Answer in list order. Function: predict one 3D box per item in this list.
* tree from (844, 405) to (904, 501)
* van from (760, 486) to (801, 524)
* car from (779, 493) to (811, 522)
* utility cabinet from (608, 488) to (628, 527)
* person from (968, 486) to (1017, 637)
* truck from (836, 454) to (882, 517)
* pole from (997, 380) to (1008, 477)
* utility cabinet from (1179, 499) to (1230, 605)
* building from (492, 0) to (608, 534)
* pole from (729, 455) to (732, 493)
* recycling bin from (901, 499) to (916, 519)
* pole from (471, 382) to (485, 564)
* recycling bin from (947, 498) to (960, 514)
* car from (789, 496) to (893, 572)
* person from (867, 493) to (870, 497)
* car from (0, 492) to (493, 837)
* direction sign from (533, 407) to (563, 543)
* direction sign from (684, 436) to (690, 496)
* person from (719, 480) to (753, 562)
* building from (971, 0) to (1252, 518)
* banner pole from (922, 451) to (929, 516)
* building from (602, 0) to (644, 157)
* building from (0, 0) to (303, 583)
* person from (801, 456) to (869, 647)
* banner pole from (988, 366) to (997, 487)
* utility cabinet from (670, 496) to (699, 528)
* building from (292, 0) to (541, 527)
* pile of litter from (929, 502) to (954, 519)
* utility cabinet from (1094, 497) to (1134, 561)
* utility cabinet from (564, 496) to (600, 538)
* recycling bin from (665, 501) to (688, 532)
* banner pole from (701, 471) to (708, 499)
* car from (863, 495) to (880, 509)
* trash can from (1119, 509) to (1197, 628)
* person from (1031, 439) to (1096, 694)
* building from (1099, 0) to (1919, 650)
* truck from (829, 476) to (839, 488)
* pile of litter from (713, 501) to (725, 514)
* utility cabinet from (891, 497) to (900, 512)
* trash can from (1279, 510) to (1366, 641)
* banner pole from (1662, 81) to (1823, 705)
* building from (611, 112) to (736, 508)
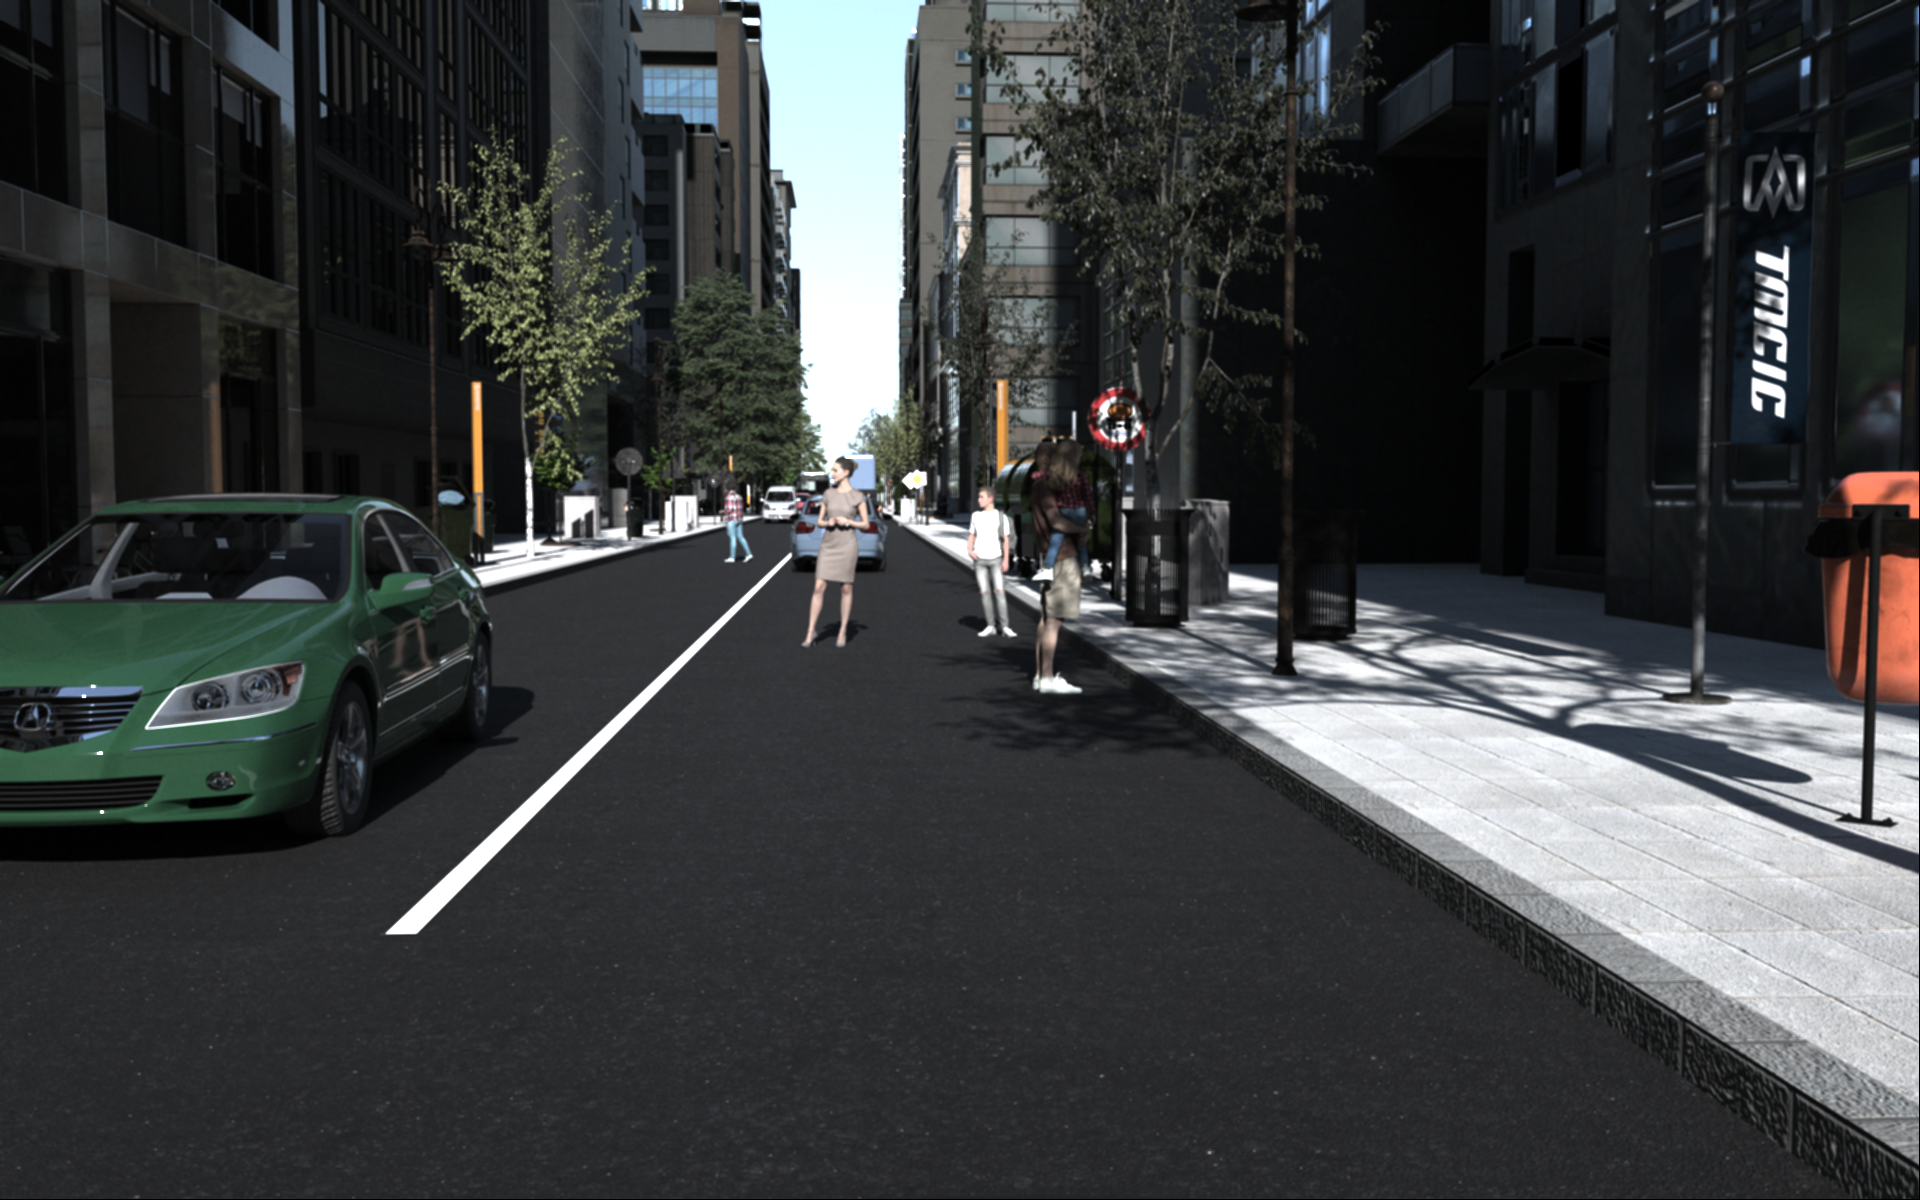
[{"bbox_3d":[-11.174,-20.084,238.736,12.009,13.543,11.850,0,3,0],"label":"tree"},{"bbox_3d":[-8.835,-4.800,85.490,2.013,2.044,4.112,0,4,-3],"label":"van"},{"bbox_3d":[-8.466,-4.972,90.325,2.155,1.783,4.494,0,4,-2],"label":"car"},{"bbox_3d":[-13.080,-3.523,66.285,0.318,1.500,1.173,1,4,12],"label":"utility cabinet"},{"bbox_3d":[0.342,-0.389,17.460,0.503,1.515,0.523,-1,4,-10],"label":"person"},{"bbox_3d":[-6.472,-7.437,111.349,2.967,4.110,18.799,0,4,-4],"label":"truck"},{"bbox_3d":[0.764,-2.281,31.132,0.158,3.312,0.155,0,3,0],"label":"pole"},{"bbox_3d":[2.908,-0.572,20.517,0.306,1.237,1.020,2,4,26],"label":"utility cabinet"},{"bbox_3d":[-23.271,-14.818,60.305,19.932,24.808,12.078,0,4,-4],"label":"building"},{"bbox_3d":[-12.099,-5.969,91.435,0.158,3.312,0.155,0,3,0],"label":"pole"},{"bbox_3d":[-2.686,-4.758,90.349,0.722,1.027,0.722,0,4,6],"label":"recycling bin"},{"bbox_3d":[-8.797,-2.309,31.588,0.158,3.312,0.155,0,3,0],"label":"pole"},{"bbox_3d":[-0.418,-6.120,112.611,0.722,1.027,0.722,1,4,10],"label":"recycling bin"},{"bbox_3d":[-2.301,-1.304,33.318,2.014,1.417,4.499,0,4,-2],"label":"car"},{"bbox_3d":[-5.255,-5.339,98.393,0.503,1.515,0.523,3,5,39],"label":"person"},{"bbox_3d":[-3.575,0.191,8.676,2.131,1.459,4.920,0,4,-5],"label":"car"},{"bbox_3d":[-10.778,-3.265,45.381,0.379,3.537,0.876,3,5,44],"label":"direction sign"},{"bbox_3d":[-10.626,-4.620,67.526,0.379,3.537,0.876,-1,4,-23],"label":"direction sign"},{"bbox_3d":[-4.734,-1.662,36.514,0.643,1.720,0.563,2,4,28],"label":"person"},{"bbox_3d":[7.286,-23.088,61.083,14.154,41.232,14.086,0,4,-4],"label":"building"},{"bbox_3d":[-2.002,-6.833,101.732,0.401,3.779,0.863,2,4,27],"label":"banner pole"},{"bbox_3d":[-32.508,-31.047,96.858,28.713,52.752,27.495,0,4,-4],"label":"building"},{"bbox_3d":[-19.522,-12.611,10.705,19.350,26.468,34.151,0,4,-4],"label":"building"},{"bbox_3d":[-1.170,-0.451,16.214,0.599,1.781,0.374,1,4,14],"label":"person"},{"bbox_3d":[0.653,-2.703,34.217,0.401,3.779,0.863,1,4,12],"label":"banner pole"},{"bbox_3d":[-10.408,-3.322,65.469,1.020,1.237,0.306,0,4,4],"label":"utility cabinet"},{"bbox_3d":[-18.959,-15.063,39.782,14.314,27.812,24.014,0,4,-4],"label":"building"},{"bbox_3d":[-0.849,-4.722,91.165,1.719,0.858,1.176,1,4,20],"label":"pile of litter"},{"bbox_3d":[2.979,-1.374,33.635,0.306,1.237,1.020,3,4,37],"label":"utility cabinet"},{"bbox_3d":[-11.148,-2.442,51.080,1.020,1.237,0.306,1,4,14],"label":"utility cabinet"},{"bbox_3d":[-9.615,-2.825,58.749,0.722,1.027,0.722,0,4,-6],"label":"recycling bin"},{"bbox_3d":[-16.491,-7.453,111.870,0.401,3.779,0.863,2,4,28],"label":"banner pole"},{"bbox_3d":[-3.750,-2.830,58.061,2.131,1.459,4.920,0,4,-3],"label":"car"},{"bbox_3d":[1.906,-0.310,16.728,0.748,1.137,0.748,0,3,0],"label":"trash can"},{"bbox_3d":[0.716,-0.250,12.556,0.580,1.828,0.573,3,5,42],"label":"person"},{"bbox_3d":[15.461,-43.553,24.772,22.319,86.520,31.000,0,4,-4],"label":"building"},{"bbox_3d":[-19.835,-17.123,269.718,2.967,4.110,18.799,0,4,-4],"label":"truck"},{"bbox_3d":[-15.157,-5.854,109.685,1.719,0.858,1.176,0,4,6],"label":"pile of litter"},{"bbox_3d":[-4.311,-6.763,121.734,1.020,1.237,0.306,1,4,14],"label":"utility cabinet"},{"bbox_3d":[3.189,-0.222,15.279,0.748,1.137,0.748,0,3,0],"label":"trash can"},{"bbox_3d":[4.795,-1.259,10.606,0.863,3.779,0.401,0,4,2],"label":"banner pole"},{"bbox_3d":[-24.986,-22.210,134.831,14.160,30.474,14.107,0,4,-4],"label":"building"}]
